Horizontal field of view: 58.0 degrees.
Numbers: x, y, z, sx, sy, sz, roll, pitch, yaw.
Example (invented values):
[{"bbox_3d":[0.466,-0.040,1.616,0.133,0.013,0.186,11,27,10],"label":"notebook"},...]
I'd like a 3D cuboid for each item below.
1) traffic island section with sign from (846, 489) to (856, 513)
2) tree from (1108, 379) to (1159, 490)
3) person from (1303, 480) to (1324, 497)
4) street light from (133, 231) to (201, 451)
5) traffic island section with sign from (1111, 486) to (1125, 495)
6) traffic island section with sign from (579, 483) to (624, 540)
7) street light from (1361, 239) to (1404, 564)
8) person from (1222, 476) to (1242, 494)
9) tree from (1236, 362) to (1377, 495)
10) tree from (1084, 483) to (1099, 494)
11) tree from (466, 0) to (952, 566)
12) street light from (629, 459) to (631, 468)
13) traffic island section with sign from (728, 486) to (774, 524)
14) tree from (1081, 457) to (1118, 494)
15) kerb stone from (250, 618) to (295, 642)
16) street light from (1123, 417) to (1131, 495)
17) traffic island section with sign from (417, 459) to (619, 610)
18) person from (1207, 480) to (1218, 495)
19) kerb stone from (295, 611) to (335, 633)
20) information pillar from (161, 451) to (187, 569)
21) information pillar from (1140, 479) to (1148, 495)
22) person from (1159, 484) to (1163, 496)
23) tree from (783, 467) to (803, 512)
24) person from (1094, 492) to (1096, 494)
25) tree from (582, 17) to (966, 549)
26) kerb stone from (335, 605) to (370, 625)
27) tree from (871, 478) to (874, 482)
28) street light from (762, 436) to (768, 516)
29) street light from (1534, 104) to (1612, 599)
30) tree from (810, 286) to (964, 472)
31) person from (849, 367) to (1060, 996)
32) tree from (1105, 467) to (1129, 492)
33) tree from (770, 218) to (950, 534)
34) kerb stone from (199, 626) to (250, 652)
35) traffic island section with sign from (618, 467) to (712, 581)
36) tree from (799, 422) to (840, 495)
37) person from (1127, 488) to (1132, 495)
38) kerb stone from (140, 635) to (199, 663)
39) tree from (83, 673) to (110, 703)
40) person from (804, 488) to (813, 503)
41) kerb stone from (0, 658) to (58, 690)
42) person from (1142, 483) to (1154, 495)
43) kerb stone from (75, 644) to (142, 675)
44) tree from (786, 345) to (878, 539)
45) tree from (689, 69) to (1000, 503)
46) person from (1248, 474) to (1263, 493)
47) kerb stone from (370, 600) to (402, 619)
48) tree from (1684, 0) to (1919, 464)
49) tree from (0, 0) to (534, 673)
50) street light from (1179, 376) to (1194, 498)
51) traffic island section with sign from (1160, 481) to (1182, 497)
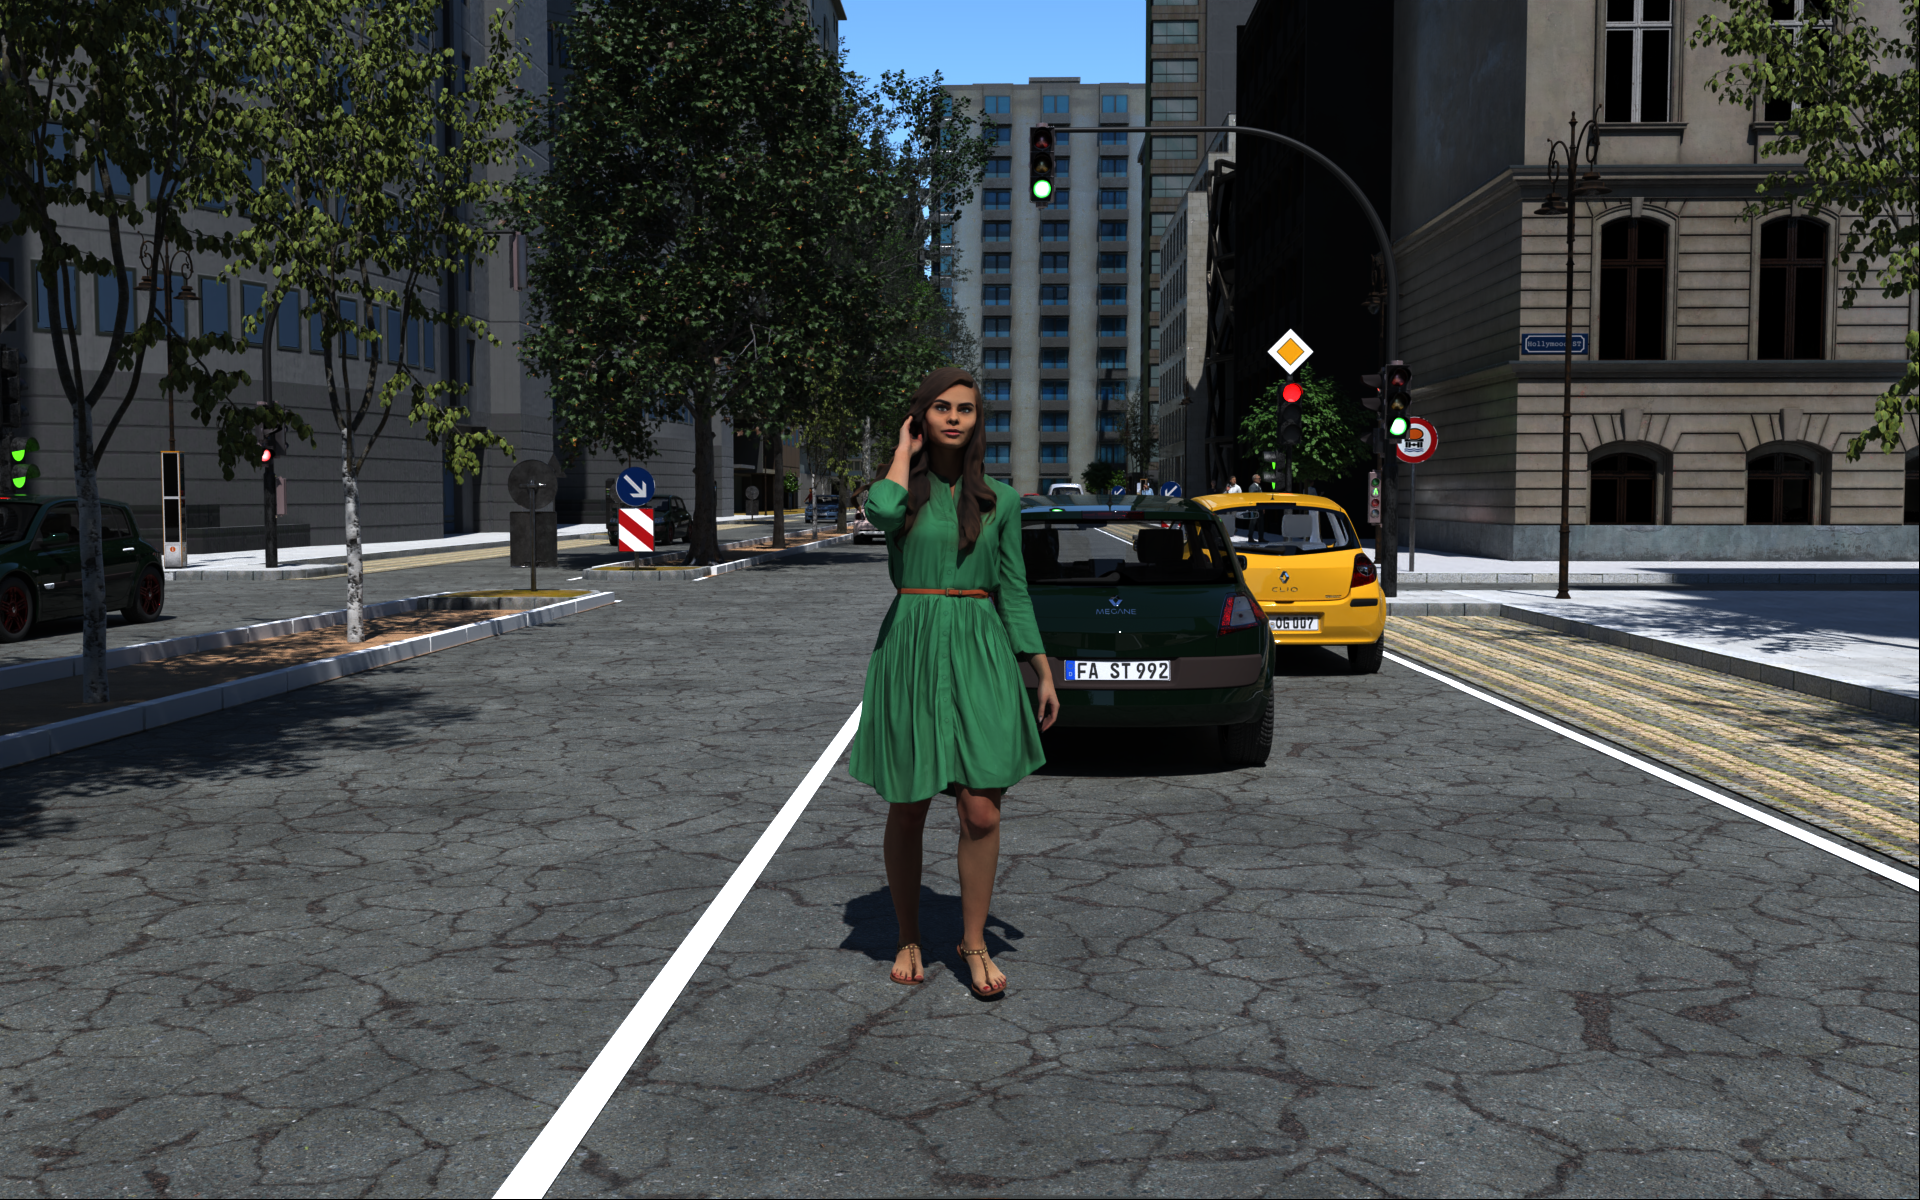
[{"bbox_3d":[-8.389,-7.547,132.028,1.989,1.847,2.006,0,4,2],"label":"traffic island section with sign"},{"bbox_3d":[11.228,-9.697,108.909,4.360,8.622,3.978,0,3,0],"label":"tree"},{"bbox_3d":[9.879,-2.562,48.506,0.524,1.755,0.480,-3,5,-44],"label":"person"},{"bbox_3d":[-13.991,-3.543,30.711,0.468,5.910,1.993,0,4,2],"label":"street light"},{"bbox_3d":[7.304,-4.458,81.516,1.989,1.847,2.006,0,4,2],"label":"traffic island section with sign"},{"bbox_3d":[-10.883,-2.839,55.037,1.989,1.847,2.006,0,4,2],"label":"traffic island section with sign"},{"bbox_3d":[7.685,-3.601,31.662,0.468,5.910,1.993,0,4,2],"label":"street light"},{"bbox_3d":[8.246,-2.841,52.590,0.679,1.850,0.850,2,4,33],"label":"person"},{"bbox_3d":[8.579,-3.629,43.053,4.285,4.588,4.351,0,3,0],"label":"tree"},{"bbox_3d":[12.059,-9.929,156.942,1.663,3.219,1.824,0,3,0],"label":"tree"},{"bbox_3d":[-5.022,-6.996,33.848,9.611,12.733,9.660,0,3,0],"label":"tree"},{"bbox_3d":[-12.842,-5.781,67.305,0.468,5.910,1.993,0,4,2],"label":"street light"},{"bbox_3d":[-9.967,-4.549,83.006,1.989,1.847,2.006,0,4,2],"label":"traffic island section with sign"},{"bbox_3d":[12.133,-10.197,150.438,4.285,4.588,4.351,0,3,0],"label":"tree"},{"bbox_3d":[-6.881,0.314,17.142,0.120,0.150,1.000,0,4,2],"label":"kerb stone"},{"bbox_3d":[10.043,-8.037,104.184,0.468,5.910,1.993,0,4,2],"label":"street light"},{"bbox_3d":[-5.649,-0.861,22.220,2.006,1.907,1.989,0,4,2],"label":"traffic island section with sign"},{"bbox_3d":[8.684,-3.242,59.470,0.576,1.772,0.534,0,4,6],"label":"person"},{"bbox_3d":[-6.840,0.250,18.163,0.120,0.150,1.000,0,4,2],"label":"kerb stone"},{"bbox_3d":[-13.505,-1.546,29.767,0.304,2.012,0.304,0,4,-8],"label":"information pillar"},{"bbox_3d":[9.004,-4.908,84.743,0.304,2.012,0.304,1,4,22],"label":"information pillar"},{"bbox_3d":[10.436,-5.052,88.828,0.419,1.800,0.721,2,4,25],"label":"person"},{"bbox_3d":[-12.067,-7.933,124.304,1.663,3.219,1.824,0,3,0],"label":"tree"},{"bbox_3d":[13.241,-9.943,169.323,0.721,1.735,1.217,-2,4,-34],"label":"person"},{"bbox_3d":[-4.703,-8.066,44.709,12.009,13.543,11.850,0,3,0],"label":"tree"},{"bbox_3d":[-6.811,0.184,19.185,0.120,0.150,1.000,0,4,2],"label":"kerb stone"},{"bbox_3d":[-9.260,-11.207,177.836,1.663,3.219,1.824,0,3,0],"label":"tree"},{"bbox_3d":[-11.633,-7.999,103.565,0.468,5.910,1.993,0,4,2],"label":"street light"},{"bbox_3d":[7.404,-2.954,21.081,0.468,5.910,1.993,0,4,2],"label":"street light"},{"bbox_3d":[-3.689,-9.956,83.370,7.486,12.596,7.792,0,3,0],"label":"tree"},{"bbox_3d":[-0.038,0.227,5.035,0.600,1.795,0.529,-1,4,-21],"label":"person"},{"bbox_3d":[11.355,-7.887,123.550,1.663,3.219,1.824,0,3,0],"label":"tree"},{"bbox_3d":[-4.135,-8.163,61.676,9.928,11.665,9.643,0,3,0],"label":"tree"},{"bbox_3d":[-6.907,0.378,16.112,0.120,0.150,1.000,0,4,2],"label":"kerb stone"},{"bbox_3d":[-5.400,-1.314,29.623,2.006,1.907,1.989,0,4,2],"label":"traffic island section with sign"},{"bbox_3d":[-11.134,-11.659,140.991,4.360,8.622,3.978,0,3,0],"label":"tree"},{"bbox_3d":[12.844,-7.677,132.098,0.750,1.759,0.617,2,4,30],"label":"person"},{"bbox_3d":[-6.946,0.435,15.088,0.120,0.150,1.000,0,4,2],"label":"kerb stone"},{"bbox_3d":[-5.880,-3.580,11.359,4.737,8.622,4.395,0,3,0],"label":"tree"},{"bbox_3d":[-9.483,-6.209,109.986,0.705,1.831,1.348,-2,4,-35],"label":"person"},{"bbox_3d":[-7.012,0.560,13.043,0.120,0.150,1.000,0,4,2],"label":"kerb stone"},{"bbox_3d":[9.032,-4.697,83.096,0.793,1.790,0.793,-3,4,-39],"label":"person"},{"bbox_3d":[-6.975,0.499,14.064,0.120,0.150,1.000,0,4,2],"label":"kerb stone"},{"bbox_3d":[-4.537,-6.194,54.085,4.737,8.622,4.395,0,3,0],"label":"tree"},{"bbox_3d":[-5.106,-13.116,72.801,12.611,20.169,13.585,0,3,0],"label":"tree"},{"bbox_3d":[7.924,-2.424,45.847,0.590,1.801,0.661,2,4,34],"label":"person"},{"bbox_3d":[-6.775,0.123,20.206,0.120,0.150,1.000,0,4,2],"label":"kerb stone"},{"bbox_3d":[7.889,-3.862,13.506,4.737,8.622,4.395,0,3,0],"label":"tree"},{"bbox_3d":[-5.787,-3.876,16.187,4.737,8.622,4.395,0,3,0],"label":"tree"},{"bbox_3d":[8.851,-5.819,67.924,0.468,5.910,1.993,0,4,2],"label":"street light"},{"bbox_3d":[6.424,-2.787,54.192,1.989,1.847,2.006,0,4,2],"label":"traffic island section with sign"}]
